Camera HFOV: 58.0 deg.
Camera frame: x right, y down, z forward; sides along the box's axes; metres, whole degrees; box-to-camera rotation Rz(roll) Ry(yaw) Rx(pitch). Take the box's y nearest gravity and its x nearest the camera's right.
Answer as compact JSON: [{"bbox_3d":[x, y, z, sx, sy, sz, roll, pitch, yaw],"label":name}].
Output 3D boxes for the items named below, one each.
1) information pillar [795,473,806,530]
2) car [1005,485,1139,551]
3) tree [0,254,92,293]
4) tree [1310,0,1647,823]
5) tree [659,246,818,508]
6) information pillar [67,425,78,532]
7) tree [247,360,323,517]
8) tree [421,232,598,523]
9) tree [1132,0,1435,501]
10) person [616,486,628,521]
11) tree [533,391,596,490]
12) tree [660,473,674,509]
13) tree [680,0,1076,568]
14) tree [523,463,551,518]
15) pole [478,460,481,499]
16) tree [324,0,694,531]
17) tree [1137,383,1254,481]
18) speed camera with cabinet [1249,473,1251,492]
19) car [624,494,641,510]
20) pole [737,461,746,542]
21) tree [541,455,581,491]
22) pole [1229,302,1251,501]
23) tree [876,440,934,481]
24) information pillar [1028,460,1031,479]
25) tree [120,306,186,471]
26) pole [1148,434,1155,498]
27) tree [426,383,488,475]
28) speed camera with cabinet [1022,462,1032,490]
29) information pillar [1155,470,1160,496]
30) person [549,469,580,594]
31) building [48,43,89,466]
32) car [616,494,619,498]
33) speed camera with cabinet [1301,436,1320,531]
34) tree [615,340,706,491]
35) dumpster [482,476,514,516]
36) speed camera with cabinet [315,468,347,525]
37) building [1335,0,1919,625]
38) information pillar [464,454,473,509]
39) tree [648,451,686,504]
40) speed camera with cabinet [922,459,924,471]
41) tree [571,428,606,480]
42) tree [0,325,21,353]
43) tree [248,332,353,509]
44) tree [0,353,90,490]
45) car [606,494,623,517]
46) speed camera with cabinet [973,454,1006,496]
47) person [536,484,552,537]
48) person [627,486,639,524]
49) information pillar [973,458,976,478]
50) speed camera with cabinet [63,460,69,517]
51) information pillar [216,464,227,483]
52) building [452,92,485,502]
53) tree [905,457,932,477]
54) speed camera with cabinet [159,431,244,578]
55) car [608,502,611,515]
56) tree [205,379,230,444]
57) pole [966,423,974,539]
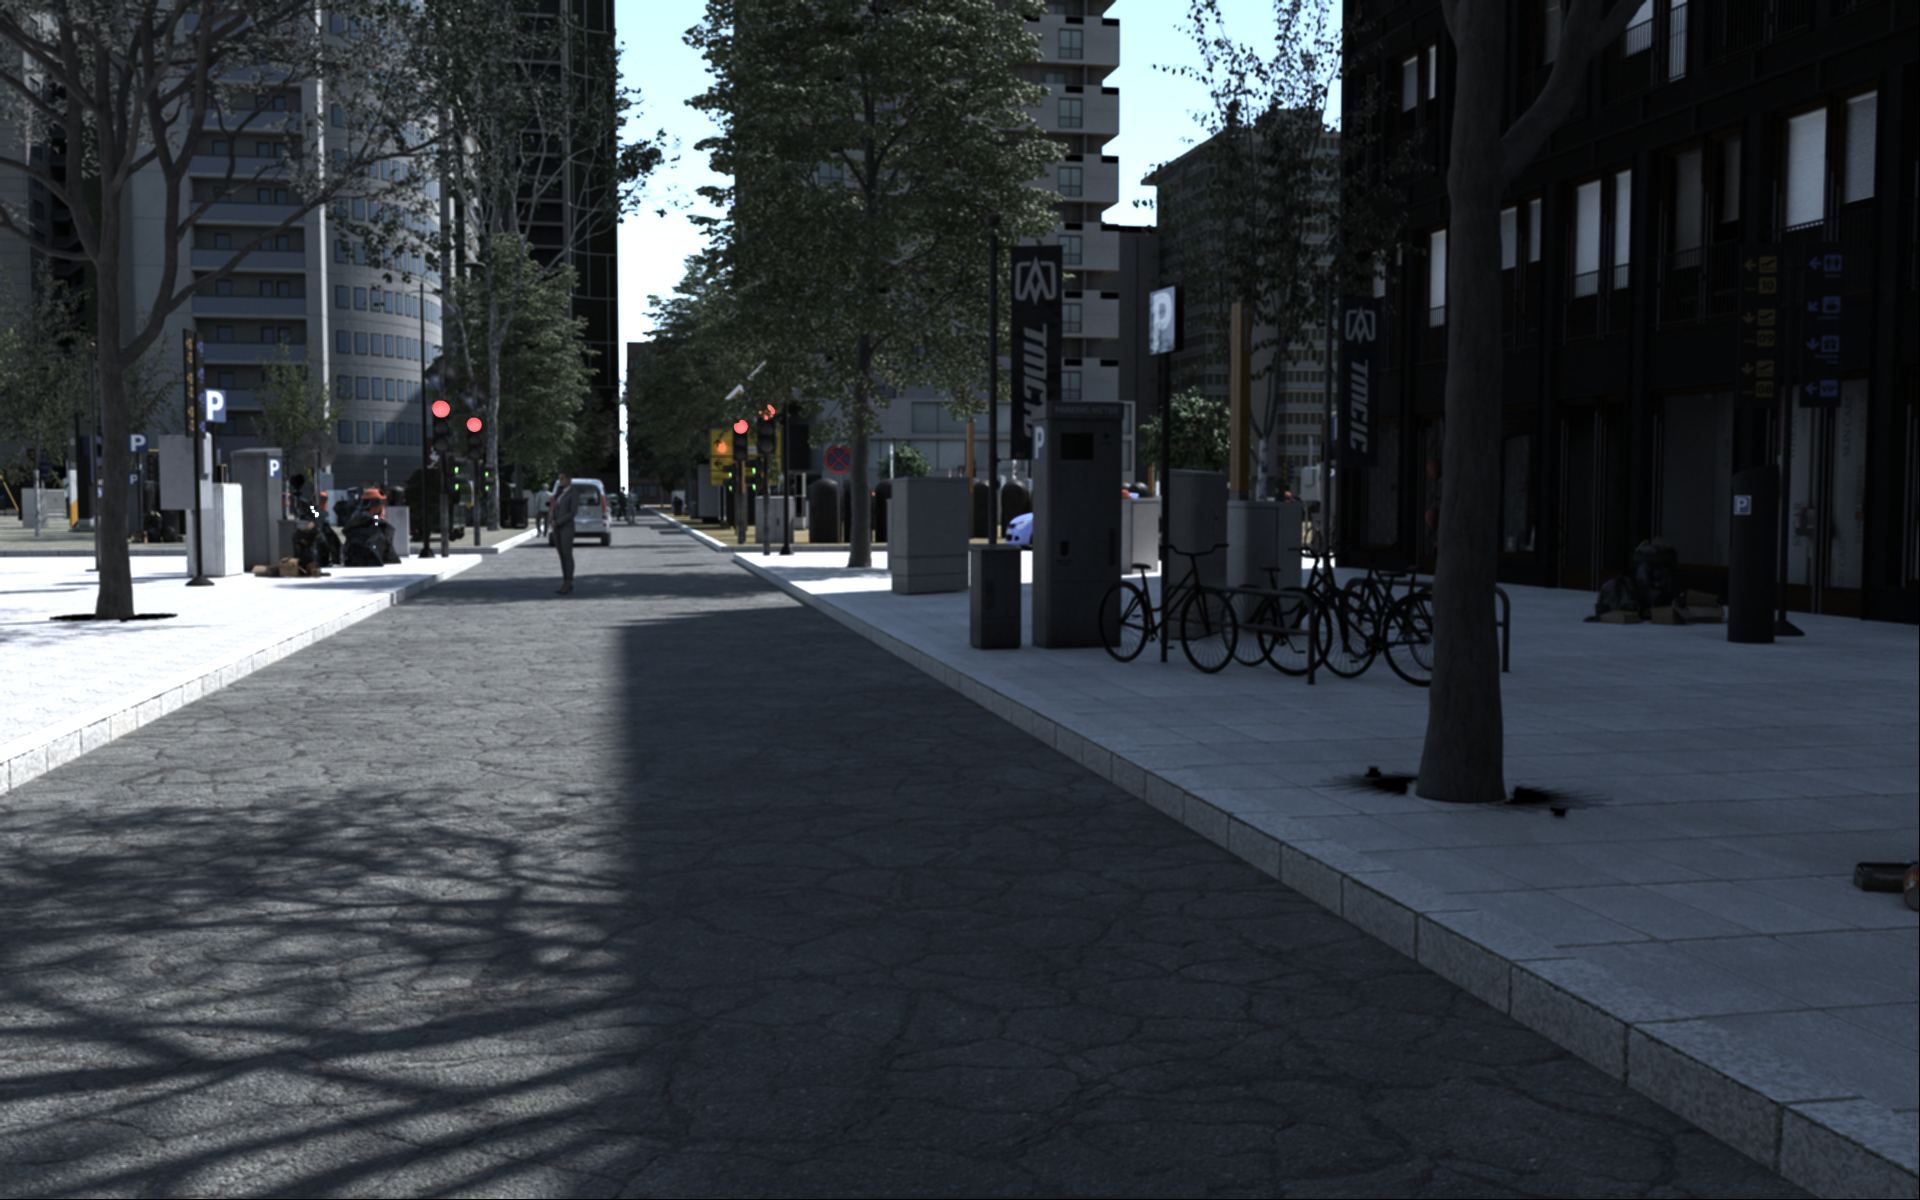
[{"bbox_3d":[-5.660,-3.481,61.412,0.304,2.012,0.304,1,4,14],"label":"information pillar"},{"bbox_3d":[2.981,-2.058,43.238,3.694,1.707,1.945,-1,4,-11],"label":"car"},{"bbox_3d":[-28.181,-6.227,52.172,4.360,8.622,3.978,0,3,0],"label":"tree"},{"bbox_3d":[2.252,-5.913,7.043,12.009,13.543,11.850,0,3,0],"label":"tree"},{"bbox_3d":[-5.748,-6.075,49.688,4.737,8.622,4.395,0,3,0],"label":"tree"},{"bbox_3d":[-30.243,-4.147,59.150,0.183,3.616,0.504,1,4,18],"label":"information pillar"},{"bbox_3d":[-37.181,-8.874,95.450,4.360,8.622,3.978,0,3,0],"label":"tree"},{"bbox_3d":[-19.567,-9.653,75.960,7.486,12.596,7.792,0,3,0],"label":"tree"},{"bbox_3d":[4.157,-4.460,23.290,4.360,8.622,3.978,0,3,0],"label":"tree"},{"bbox_3d":[-17.706,-5.068,91.132,0.755,1.850,0.659,-1,4,-13],"label":"person"},{"bbox_3d":[-26.900,-10.157,116.431,4.737,8.622,4.395,0,3,0],"label":"tree"},{"bbox_3d":[-24.535,-9.365,147.715,1.663,3.219,1.824,0,3,0],"label":"tree"},{"bbox_3d":[-1.452,-6.862,30.314,7.486,12.596,7.792,0,3,0],"label":"tree"},{"bbox_3d":[-22.480,-5.960,92.055,1.663,3.219,1.824,0,3,0],"label":"tree"},{"bbox_3d":[-26.388,-6.183,94.929,0.158,3.312,0.155,0,3,0],"label":"pole"},{"bbox_3d":[-15.875,-12.566,61.346,12.611,20.169,13.585,0,3,0],"label":"tree"},{"bbox_3d":[6.977,-4.125,51.161,4.285,4.588,4.351,0,3,0],"label":"tree"},{"bbox_3d":[11.743,-4.737,71.781,0.660,3.252,2.038,1,4,9],"label":"speed camera with cabinet"},{"bbox_3d":[-30.269,-9.174,158.791,1.959,1.807,4.718,-1,4,-11],"label":"car"},{"bbox_3d":[-5.843,-3.207,46.277,0.158,3.312,0.155,0,3,0],"label":"pole"},{"bbox_3d":[-30.798,-9.117,132.771,4.285,4.588,4.351,0,3,0],"label":"tree"},{"bbox_3d":[3.000,-1.513,18.574,0.158,3.312,0.155,0,3,0],"label":"pole"},{"bbox_3d":[-3.246,-7.325,103.485,4.285,4.588,4.351,0,3,0],"label":"tree"},{"bbox_3d":[4.459,-7.344,111.435,0.183,3.616,0.504,-1,4,-15],"label":"information pillar"},{"bbox_3d":[-32.030,-7.126,66.870,4.360,8.622,3.978,0,3,0],"label":"tree"},{"bbox_3d":[5.965,-3.681,54.033,0.158,3.312,0.155,0,3,0],"label":"pole"},{"bbox_3d":[-29.431,-9.293,102.304,4.360,8.622,3.978,0,3,0],"label":"tree"},{"bbox_3d":[4.619,-6.806,105.610,0.660,3.252,2.038,-2,4,-34],"label":"speed camera with cabinet"},{"bbox_3d":[12.961,-7.488,113.788,0.183,3.616,0.504,2,4,34],"label":"information pillar"},{"bbox_3d":[-5.766,-0.993,25.016,0.520,1.790,0.573,2,4,26],"label":"person"},{"bbox_3d":[-77.991,-31.666,167.857,14.200,45.320,14.600,-1,4,-11],"label":"building"},{"bbox_3d":[-35.390,-10.030,175.789,2.131,1.459,4.920,-1,4,-10],"label":"car"},{"bbox_3d":[12.633,-3.955,58.998,2.038,3.252,0.660,3,5,43],"label":"speed camera with cabinet"},{"bbox_3d":[-22.263,-14.046,136.306,9.857,13.997,8.962,0,3,0],"label":"tree"},{"bbox_3d":[-22.629,-5.019,84.550,1.502,2.255,1.985,-1,4,-11],"label":"dumpster"},{"bbox_3d":[-26.567,-4.822,73.169,0.660,3.252,2.038,-3,5,-43],"label":"speed camera with cabinet"},{"bbox_3d":[14.133,-11.833,23.154,12.332,23.373,15.834,-1,4,-11],"label":"building"},{"bbox_3d":[-26.189,-6.177,92.341,0.504,3.616,0.183,1,4,19],"label":"information pillar"},{"bbox_3d":[-29.728,-13.680,174.025,4.360,8.622,3.978,0,3,0],"label":"tree"},{"bbox_3d":[-2.796,-6.354,98.228,2.038,3.252,0.660,2,4,26],"label":"speed camera with cabinet"},{"bbox_3d":[-39.350,-14.085,180.651,4.360,8.622,3.978,0,3,0],"label":"tree"},{"bbox_3d":[-26.850,-5.800,45.189,4.737,8.622,4.395,0,3,0],"label":"tree"},{"bbox_3d":[-30.411,-7.920,79.860,4.737,8.622,4.395,0,3,0],"label":"tree"},{"bbox_3d":[-49.790,-8.808,94.374,4.737,8.622,4.395,0,3,0],"label":"tree"},{"bbox_3d":[-22.263,-5.961,109.267,2.131,1.459,4.920,-1,4,-13],"label":"car"},{"bbox_3d":[1.252,-5.613,86.104,2.038,3.252,0.660,2,4,28],"label":"speed camera with cabinet"},{"bbox_3d":[-13.701,-2.969,57.525,0.782,1.767,0.515,-1,4,-20],"label":"person"},{"bbox_3d":[-15.742,-4.565,83.331,0.583,1.804,0.606,0,4,-4],"label":"person"},{"bbox_3d":[0.835,-7.333,111.250,0.183,3.616,0.504,3,5,44],"label":"information pillar"},{"bbox_3d":[-50.965,-6.363,98.373,0.660,3.252,2.038,1,4,10],"label":"speed camera with cabinet"},{"bbox_3d":[-18.340,-2.349,42.893,0.304,2.012,0.304,0,4,-5],"label":"information pillar"},{"bbox_3d":[-57.431,-28.776,162.364,23.993,40.220,32.217,-1,4,-11],"label":"building"},{"bbox_3d":[-2.214,-5.939,91.697,1.663,3.219,1.824,0,3,0],"label":"tree"},{"bbox_3d":[-11.571,-1.962,26.413,0.660,3.252,2.038,0,4,-5],"label":"speed camera with cabinet"},{"bbox_3d":[-18.176,-4.502,85.606,2.014,1.417,4.499,-1,4,-13],"label":"car"},{"bbox_3d":[-48.662,-9.777,110.223,4.360,8.622,3.978,0,3,0],"label":"tree"},{"bbox_3d":[0.280,-3.402,49.458,0.158,3.312,0.155,0,3,0],"label":"pole"}]
